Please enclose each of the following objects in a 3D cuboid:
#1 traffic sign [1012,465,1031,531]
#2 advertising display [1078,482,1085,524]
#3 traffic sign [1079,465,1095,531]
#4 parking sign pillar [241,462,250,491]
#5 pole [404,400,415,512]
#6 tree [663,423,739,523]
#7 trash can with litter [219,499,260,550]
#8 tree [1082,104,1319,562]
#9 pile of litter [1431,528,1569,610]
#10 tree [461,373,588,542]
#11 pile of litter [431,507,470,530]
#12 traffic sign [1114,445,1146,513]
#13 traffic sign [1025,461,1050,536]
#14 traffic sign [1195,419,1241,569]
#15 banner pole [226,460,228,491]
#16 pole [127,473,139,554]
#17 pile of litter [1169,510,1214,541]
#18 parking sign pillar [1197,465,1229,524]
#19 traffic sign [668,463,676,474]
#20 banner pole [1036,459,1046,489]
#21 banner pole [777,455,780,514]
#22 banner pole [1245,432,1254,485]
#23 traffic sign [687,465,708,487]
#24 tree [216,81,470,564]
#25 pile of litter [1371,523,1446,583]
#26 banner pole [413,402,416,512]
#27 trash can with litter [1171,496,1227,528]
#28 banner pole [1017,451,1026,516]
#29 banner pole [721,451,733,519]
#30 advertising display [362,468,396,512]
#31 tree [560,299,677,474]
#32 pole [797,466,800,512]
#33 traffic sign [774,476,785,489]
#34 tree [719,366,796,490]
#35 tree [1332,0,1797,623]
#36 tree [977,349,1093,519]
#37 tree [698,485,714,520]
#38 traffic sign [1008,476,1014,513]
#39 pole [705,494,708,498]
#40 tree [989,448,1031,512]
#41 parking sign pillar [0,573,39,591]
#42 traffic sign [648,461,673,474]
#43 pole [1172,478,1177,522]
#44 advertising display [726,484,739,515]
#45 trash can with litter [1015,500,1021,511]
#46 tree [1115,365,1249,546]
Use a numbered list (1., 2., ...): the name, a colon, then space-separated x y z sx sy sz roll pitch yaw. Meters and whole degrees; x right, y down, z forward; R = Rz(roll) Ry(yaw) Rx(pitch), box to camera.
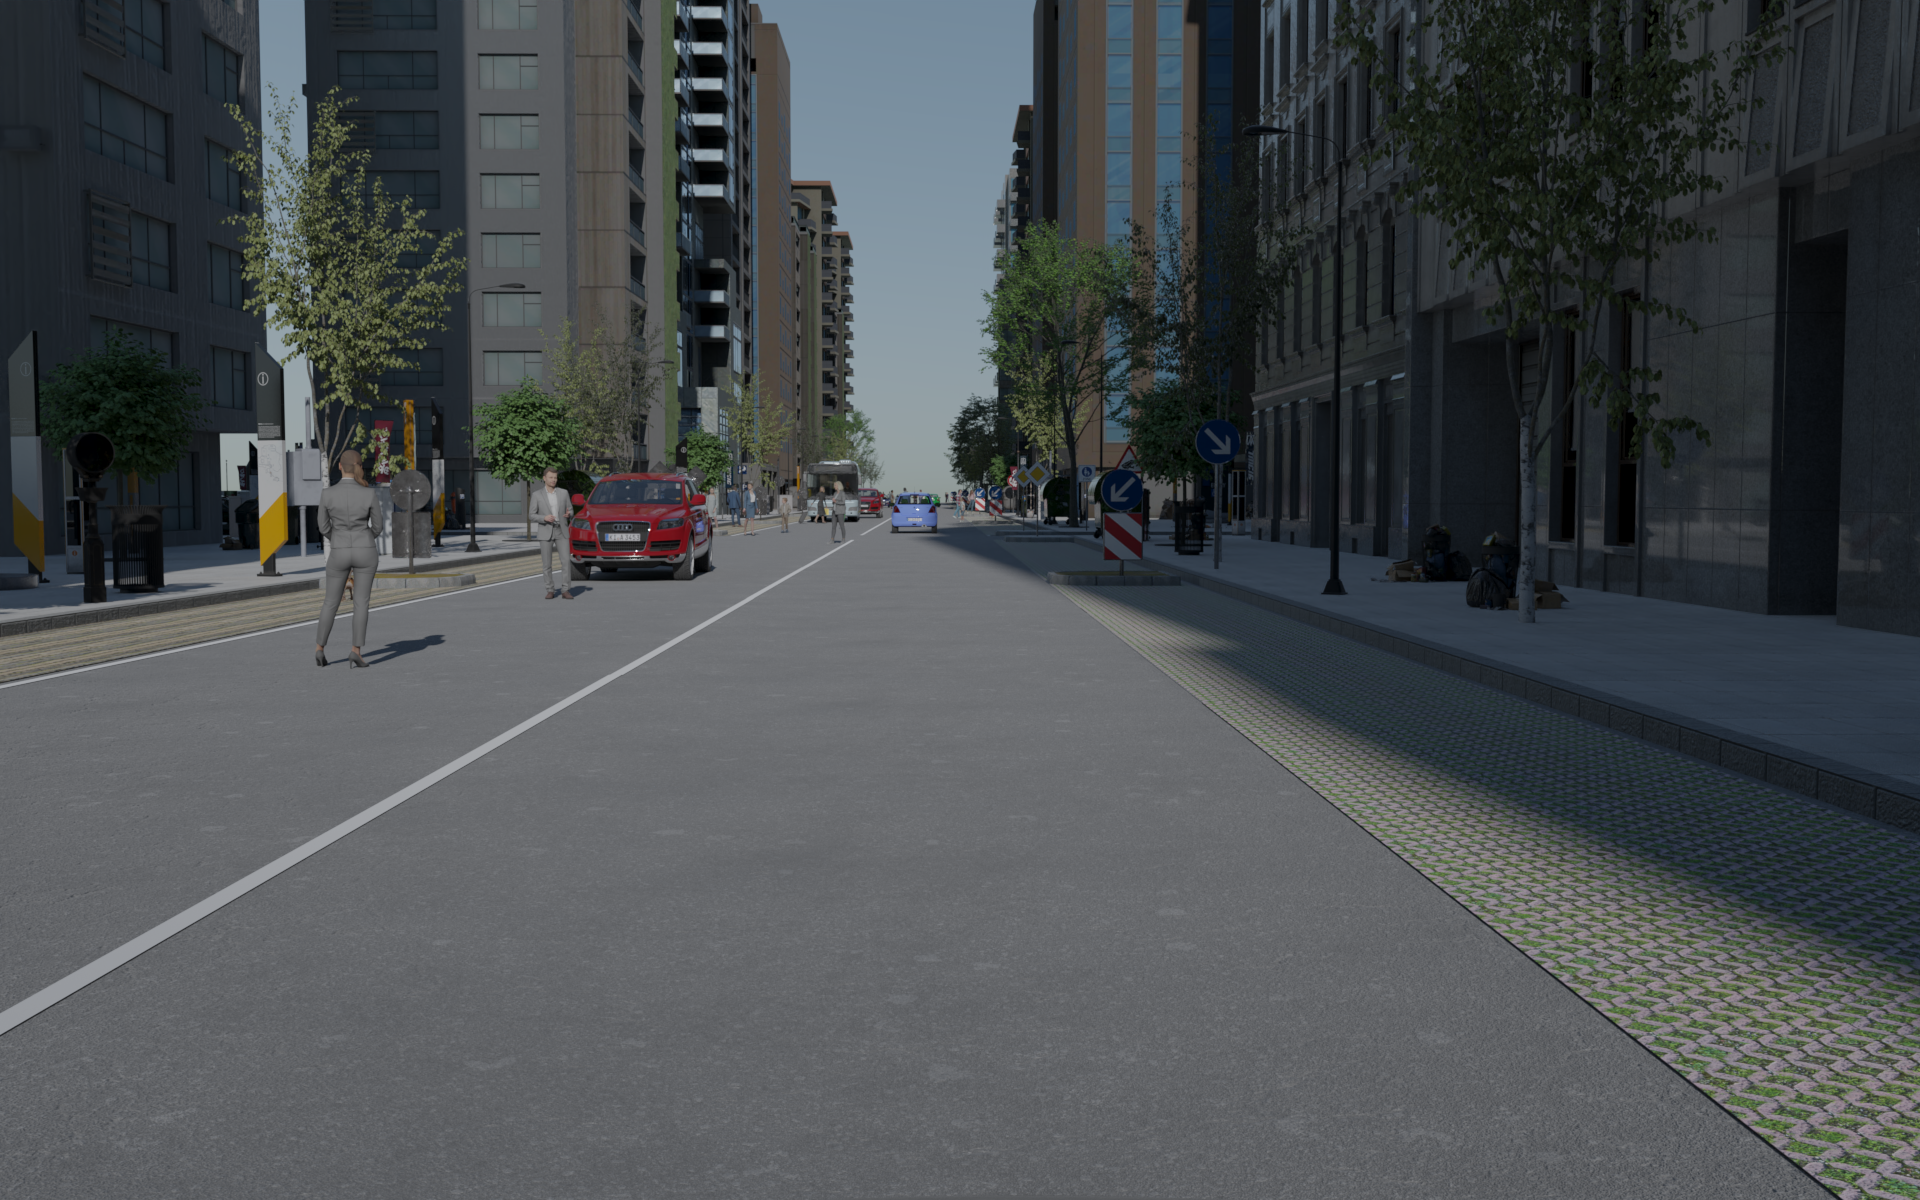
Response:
1. traffic sign: 2.219 -3.472 60.408 0.795 2.450 0.064 0 4 -1
2. advertising display: 5.286 -4.286 75.283 0.123 1.923 0.974 1 4 13
3. traffic sign: 4.430 -3.573 60.552 0.606 2.300 0.079 0 4 0
4. parking sign pillar: -53.684 -8.678 130.356 1.447 3.967 1.447 0 4 -2
5. pole: -11.960 -2.679 37.647 0.158 3.312 0.155 0 3 0
6. tree: -11.604 -5.785 78.293 4.285 4.588 4.351 0 3 0
7. trash can with litter: -16.481 -1.740 39.831 0.624 1.170 1.055 1 4 19
8. tree: 4.743 -5.046 32.860 4.360 8.622 3.978 0 3 0
9. pile of litter: 6.430 -0.356 19.787 1.719 0.858 1.176 -3 5 -39
10. tree: -11.844 -3.877 47.103 4.285 4.588 4.351 0 3 0
11. pile of litter: -18.325 -2.949 62.175 1.719 0.858 1.176 3 4 38
12. traffic sign: 4.433 -2.781 45.479 0.884 2.594 0.081 0 4 4
13. traffic sign: 2.341 -2.984 52.424 0.795 2.450 0.064 0 4 -1
14. traffic sign: 4.386 -1.800 29.542 0.768 2.556 0.104 0 4 0
15. banner pole: -53.819 -8.389 127.177 0.401 3.779 0.863 -1 4 -23
16. pole: -17.794 -2.655 37.245 0.158 3.312 0.155 0 3 0
17. pile of litter: 6.467 -2.105 48.389 1.176 0.858 1.719 0 4 -6
18. parking sign pillar: 11.079 -5.344 75.842 1.447 3.967 1.447 -1 4 -15
19. traffic sign: -11.741 -4.370 71.558 0.768 2.556 0.104 0 4 8
20. banner pole: 5.375 -7.581 113.966 0.863 3.779 0.401 0 4 3
21. banner pole: -11.518 -7.330 109.860 0.401 3.779 0.863 0 4 2
22. banner pole: 10.358 -4.334 60.877 0.863 3.779 0.401 3 5 43
23. traffic sign: -9.174 -3.463 60.255 0.795 2.450 0.064 0 4 -1
24. tree: -11.401 -4.961 31.471 4.737 8.622 4.395 0 3 0
25. pile of litter: 6.845 -0.713 25.617 1.719 0.858 1.176 -1 4 -10
26. banner pole: -14.827 -3.491 47.095 0.401 3.779 0.863 -1 4 -22
27. trash can with litter: 8.973 -3.357 65.939 1.678 1.210 2.233 -2 4 -34
28. banner pole: 3.526 -6.715 99.799 0.863 3.779 0.401 3 5 43
29. banner pole: -11.902 -6.007 88.235 0.863 3.779 0.401 1 4 18
30. advertising display: -14.410 -2.293 42.706 0.974 1.923 0.123 0 4 5
31. tree: -12.646 -6.982 64.513 4.360 8.622 3.978 0 3 0
32. pole: -11.808 -8.123 126.659 0.158 3.312 0.155 0 3 0
33. traffic sign: -12.503 -7.326 119.893 0.768 2.556 0.104 0 4 2
34. tree: -11.819 -9.134 99.706 4.737 8.622 4.395 0 3 0
35. tree: 5.634 -4.065 16.826 4.737 8.622 4.395 0 3 0
36. tree: 4.204 -8.359 87.031 4.737 8.622 4.395 0 3 0
37. tree: -12.764 -5.560 85.515 1.663 3.219 1.824 0 3 0
38. traffic sign: 3.535 -7.014 114.785 0.768 2.556 0.104 0 4 0
39. pole: -14.940 -6.618 102.047 0.158 3.312 0.155 0 3 0
40. tree: 3.681 -8.535 123.256 4.285 4.588 4.351 0 3 0
41. parking sign pillar: -13.280 -2.131 23.315 1.447 3.967 1.447 -2 4 -26
42. traffic sign: -9.053 -2.974 52.271 0.795 2.450 0.064 0 4 -1
43. pole: 9.990 -5.298 80.462 0.158 3.312 0.155 0 3 0
44. advertising display: -13.906 -6.155 105.847 0.123 1.923 0.974 3 5 39
45. trash can with litter: 4.615 -7.373 131.930 0.624 1.170 1.055 -3 4 -37
46. tree: 5.479 -3.622 42.929 4.285 4.588 4.351 0 3 0
